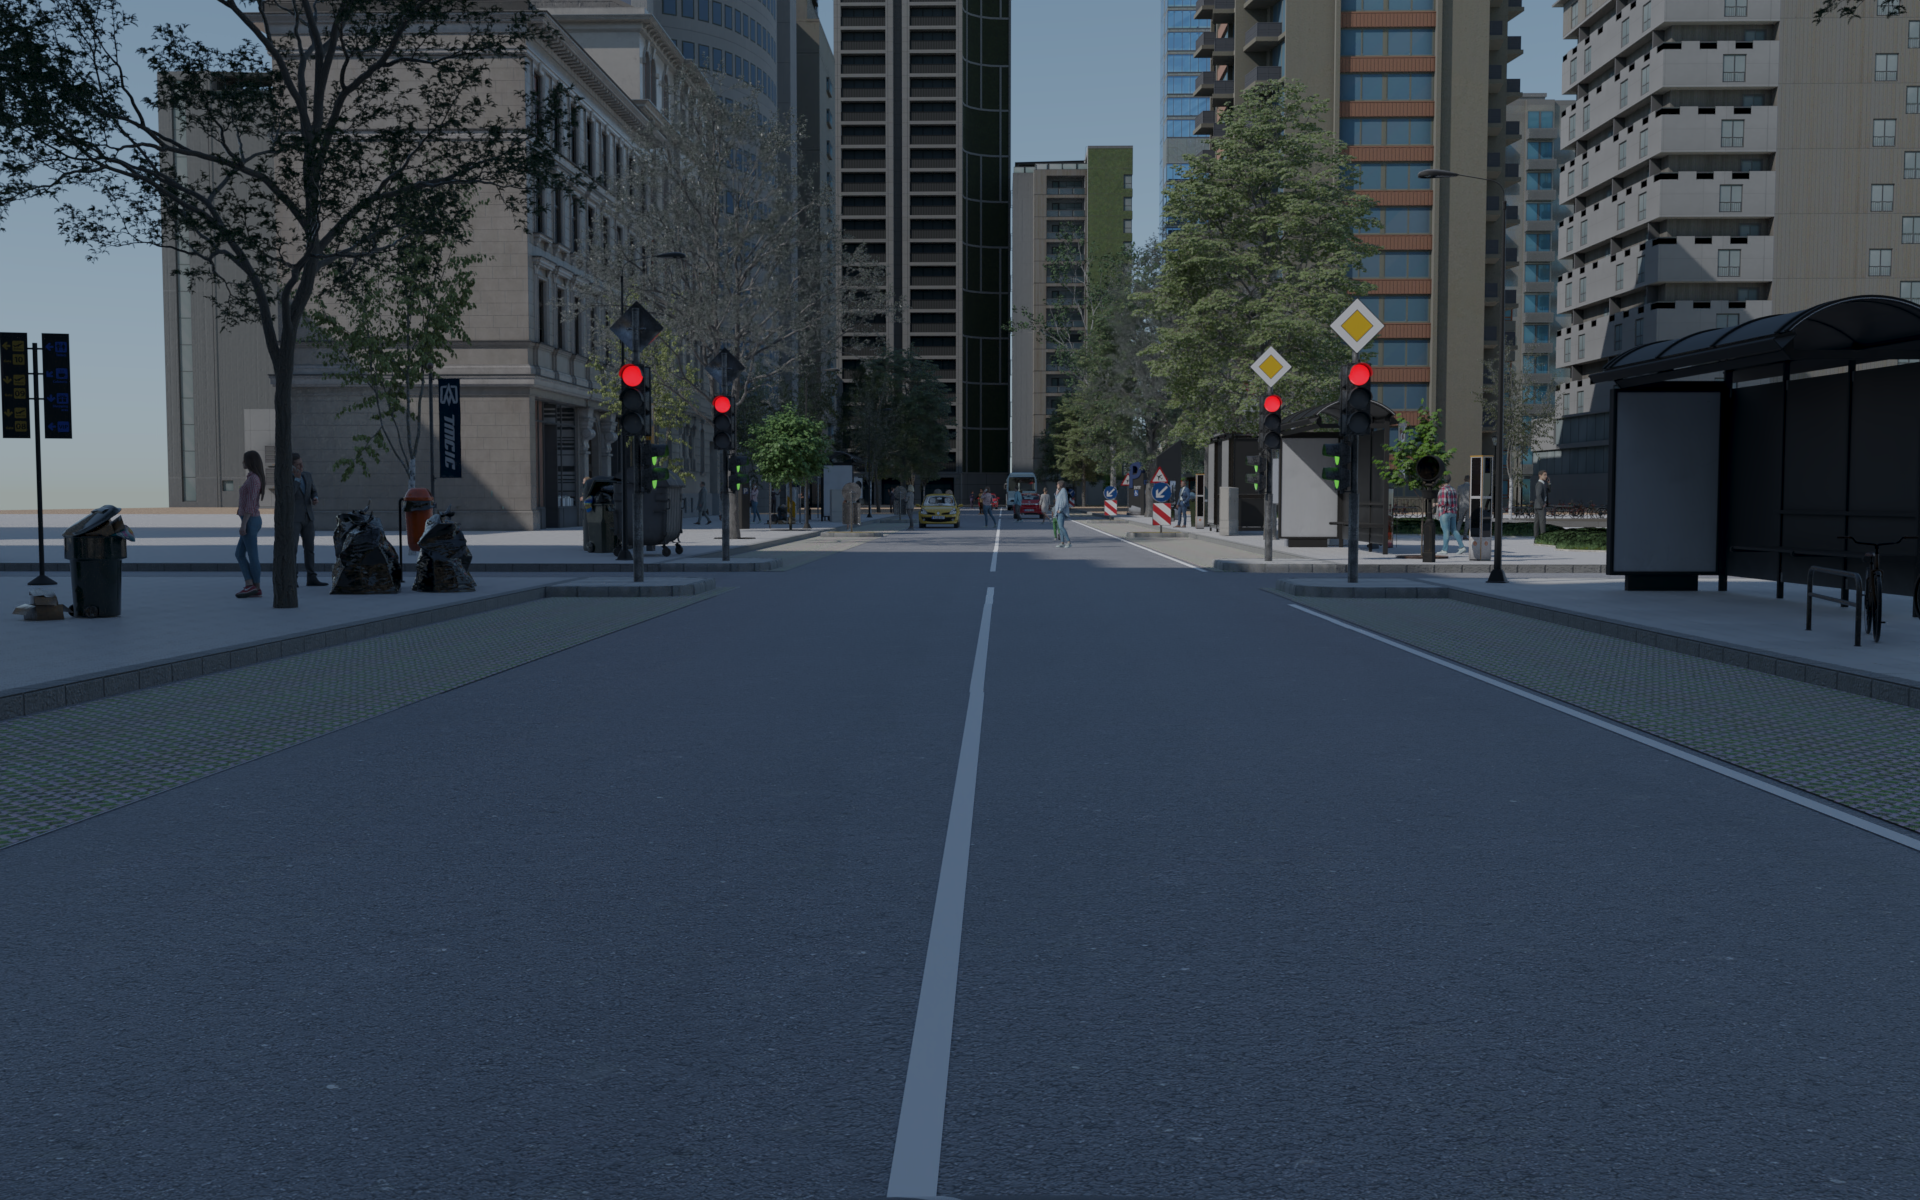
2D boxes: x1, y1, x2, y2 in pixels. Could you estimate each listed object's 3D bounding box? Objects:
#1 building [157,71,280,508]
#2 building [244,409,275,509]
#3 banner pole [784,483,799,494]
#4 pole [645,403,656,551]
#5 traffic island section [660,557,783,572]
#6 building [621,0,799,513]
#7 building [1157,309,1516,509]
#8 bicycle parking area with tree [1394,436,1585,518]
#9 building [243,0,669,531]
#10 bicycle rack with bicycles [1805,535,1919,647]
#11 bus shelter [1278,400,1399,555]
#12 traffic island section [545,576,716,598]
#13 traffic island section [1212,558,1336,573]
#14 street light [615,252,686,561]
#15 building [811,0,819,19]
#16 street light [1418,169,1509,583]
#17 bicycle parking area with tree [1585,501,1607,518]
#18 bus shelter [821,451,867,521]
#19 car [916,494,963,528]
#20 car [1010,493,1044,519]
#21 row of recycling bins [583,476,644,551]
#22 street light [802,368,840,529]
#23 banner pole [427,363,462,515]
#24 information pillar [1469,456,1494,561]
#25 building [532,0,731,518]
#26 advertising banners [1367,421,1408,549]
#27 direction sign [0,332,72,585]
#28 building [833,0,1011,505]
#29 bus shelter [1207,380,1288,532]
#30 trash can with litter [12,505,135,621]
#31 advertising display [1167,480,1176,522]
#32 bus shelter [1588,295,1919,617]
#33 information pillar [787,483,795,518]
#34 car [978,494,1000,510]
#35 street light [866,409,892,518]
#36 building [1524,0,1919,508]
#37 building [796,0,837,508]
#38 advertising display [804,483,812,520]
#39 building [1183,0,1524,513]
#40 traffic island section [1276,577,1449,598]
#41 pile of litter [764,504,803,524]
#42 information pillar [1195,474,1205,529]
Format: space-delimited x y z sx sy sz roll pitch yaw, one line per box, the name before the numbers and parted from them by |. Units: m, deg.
building | -68.652 -29.813 171.029 14.086 41.232 14.154 0 4 1
building | -48.052 -35.079 162.773 27.495 52.752 28.713 0 4 1
banner pole | -7.752 -5.449 79.106 0.863 3.779 0.401 0 4 -1
pole | -6.957 -2.755 38.881 0.158 3.312 0.155 0 3 0
traffic island section | -4.526 -0.677 33.344 2.009 0.180 2.903 0 4 1
building | -23.615 -35.474 121.992 21.231 58.520 28.212 0 4 1
building | 33.492 -19.348 161.384 27.650 21.520 28.899 0 4 1
bicycle parking area with tree | 25.278 -6.182 88.075 9.016 4.147 8.231 -1 4 -10
building | -19.217 -12.848 60.975 10.553 20.767 40.483 0 4 1
bicycle rack with bicycles | 8.796 -0.119 15.326 2.852 0.926 2.925 1 4 15
bus shelter | 8.362 -2.759 39.041 2.014 3.302 5.546 0 4 2
traffic island section | -4.725 -0.188 25.361 2.009 0.180 2.903 0 4 1
traffic island section | 5.912 -0.660 33.080 2.009 0.180 2.903 0 4 1
street light | -5.954 -3.722 33.398 1.470 5.913 1.316 0 4 1
building | -29.966 -54.872 209.827 31.000 86.520 22.319 0 4 1
street light | 7.246 -3.204 24.932 1.470 5.913 1.316 0 4 1
bicycle parking area with tree | 32.433 -6.963 100.847 9.016 4.147 8.231 2 4 34
bus shelter | -5.707 -5.484 83.592 2.014 3.302 5.546 0 4 1
car | -0.868 -3.903 74.034 2.015 1.641 3.980 0 4 1
car | 4.017 -5.648 101.380 2.155 1.783 4.494 0 4 1
row of recycling bins | -8.076 -2.052 40.669 1.069 1.692 3.534 0 4 1
street light | -5.125 -5.596 64.029 1.470 5.913 1.316 0 4 1
banner pole | -9.867 -2.632 33.045 0.863 3.779 0.401 1 4 14
information pillar | 9.987 -1.756 33.201 0.304 2.012 0.304 -2 4 -31
building | -20.838 -18.676 92.747 14.401 28.519 23.554 0 4 1
advertising banners | 10.142 -2.741 41.001 0.090 3.025 2.074 3 4 39
direction sign | -12.979 -1.981 24.392 0.876 3.537 0.379 -1 4 -17
building | -4.153 -47.162 209.351 20.611 71.187 20.563 0 4 1
bus shelter | 9.388 -4.934 58.309 2.179 5.291 8.768 0 4 2
trash can with litter | -9.112 -0.393 17.820 0.624 1.170 1.055 3 5 39
advertising display | 9.824 -4.597 80.375 0.123 1.923 0.974 2 4 24
bus shelter | 9.317 -1.618 20.378 2.014 3.302 5.546 0 4 1
information pillar | -7.828 -5.419 79.949 0.504 3.616 0.183 1 4 11
car | 2.643 -9.346 161.846 2.155 1.783 4.494 0 4 1
street light | -4.391 -7.437 94.136 1.470 5.913 1.316 0 4 1
building | 70.154 -34.867 159.308 27.495 52.752 28.713 0 4 1
building | -23.359 -33.134 165.450 21.600 48.544 21.300 0 4 1
advertising display | -7.623 -4.992 86.836 0.123 1.923 0.974 -2 4 -23
building | 29.396 -29.194 131.938 22.147 44.769 28.867 0 4 1
traffic island section | 5.713 -0.172 25.097 2.009 0.180 2.903 0 4 1
pile of litter | -7.465 -3.648 73.610 1.719 0.858 1.176 0 4 -2
information pillar | 8.813 -3.615 63.592 0.304 2.012 0.304 0 4 3
